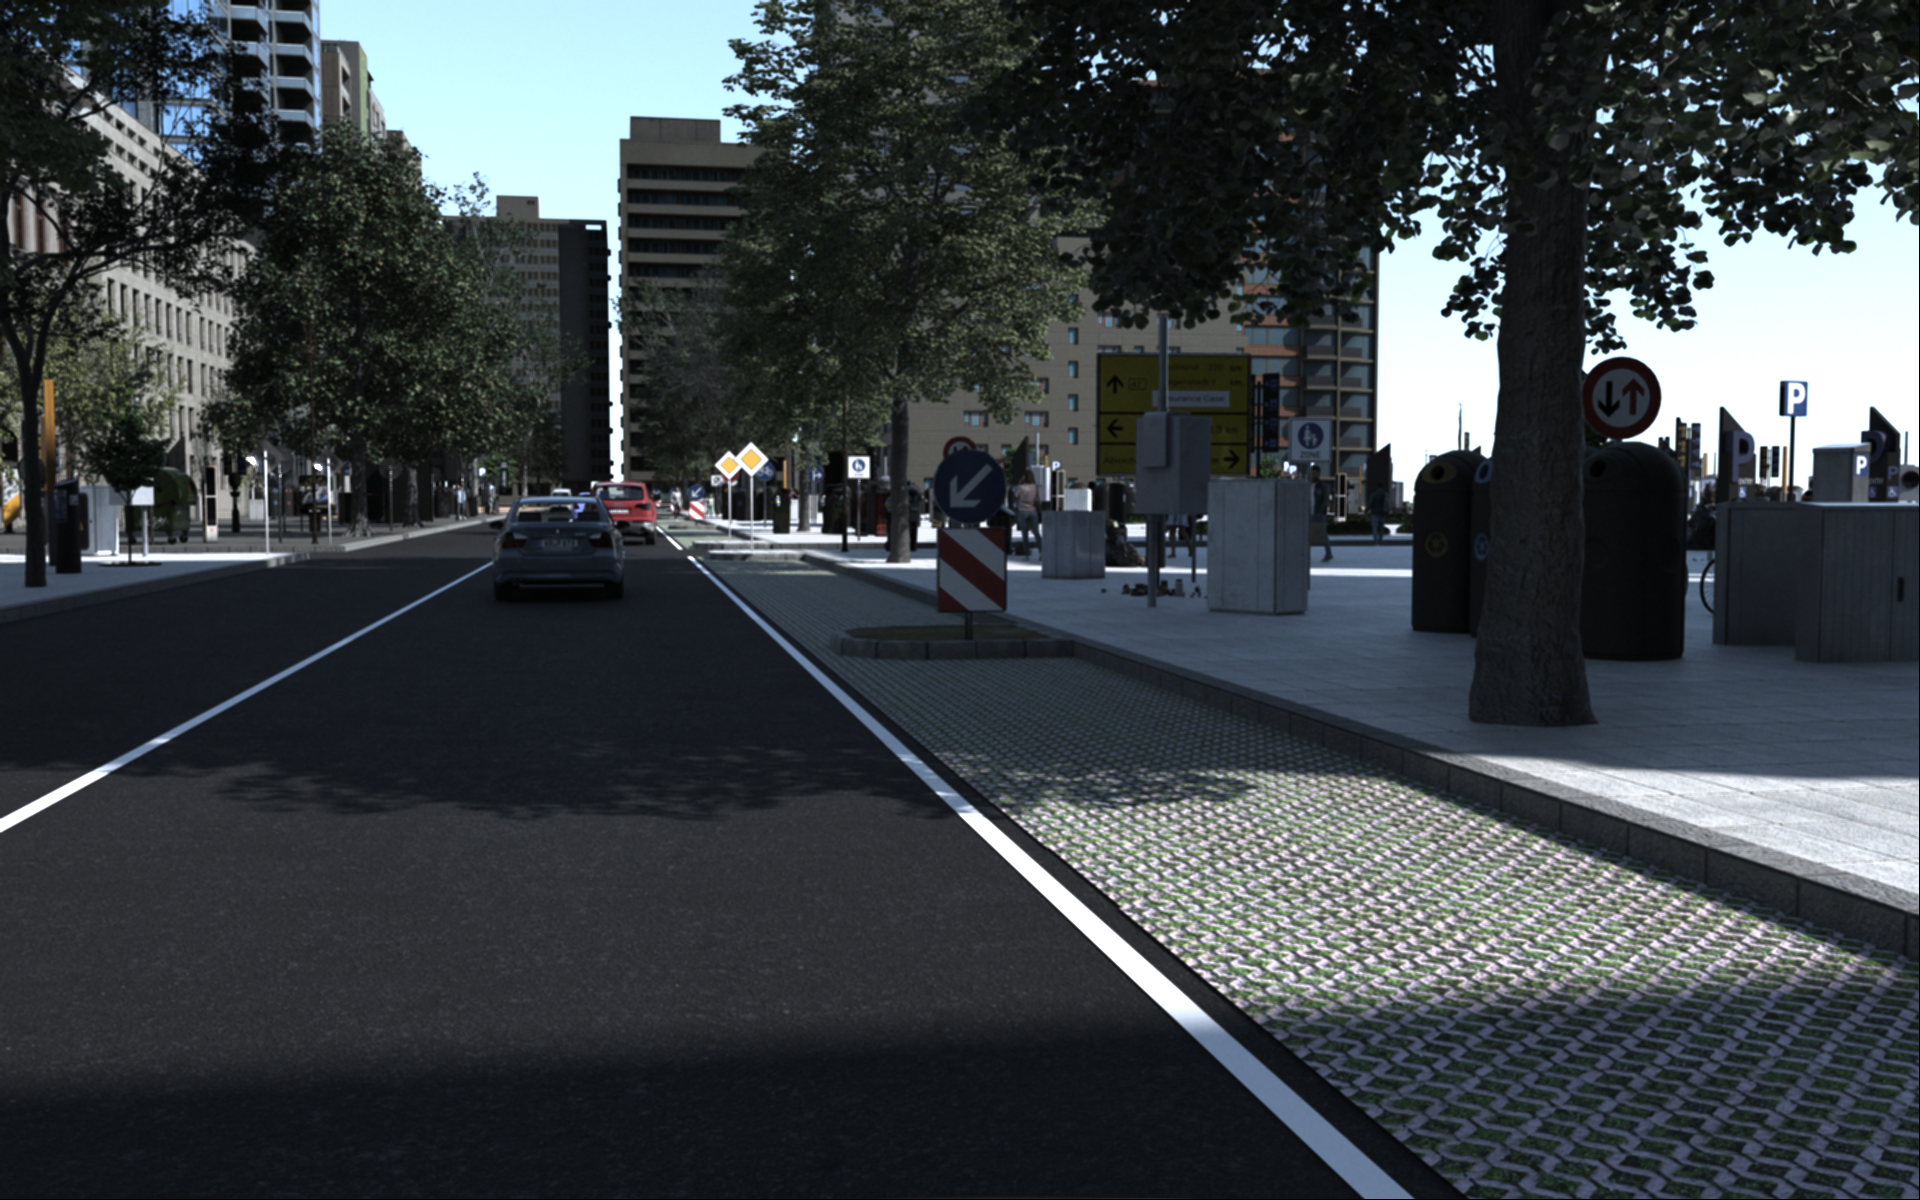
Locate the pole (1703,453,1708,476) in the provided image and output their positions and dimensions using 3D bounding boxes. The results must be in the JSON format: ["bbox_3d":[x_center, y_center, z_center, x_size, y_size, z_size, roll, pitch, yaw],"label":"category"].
[{"bbox_3d":[36.808,-5.611,85.579,0.158,3.312,0.155,0,3,0],"label":"pole"}]

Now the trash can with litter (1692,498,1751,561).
[{"bbox_3d":[14.861,-1.323,32.683,1.678,1.210,2.233,-1,4,-14],"label":"trash can with litter"}]

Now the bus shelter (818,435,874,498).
[{"bbox_3d":[-4.724,-4.899,71.389,1.731,3.624,6.357,-1,4,-11],"label":"bus shelter"}]

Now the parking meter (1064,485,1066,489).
[{"bbox_3d":[5.845,-5.679,98.563,0.399,1.863,0.255,-1,4,-23],"label":"parking meter"}]

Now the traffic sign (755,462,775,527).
[{"bbox_3d":[-7.510,-4.071,66.669,0.768,2.556,0.104,-1,4,-9],"label":"traffic sign"}]

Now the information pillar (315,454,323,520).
[{"bbox_3d":[-32.248,-5.865,87.252,0.183,3.616,0.504,3,4,37],"label":"information pillar"}]

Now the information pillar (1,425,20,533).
[{"bbox_3d":[-31.167,-4.005,56.831,0.504,3.616,0.183,-2,4,-28],"label":"information pillar"}]

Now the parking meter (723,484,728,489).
[{"bbox_3d":[-13.584,-5.814,100.764,0.399,1.863,0.255,2,4,24],"label":"parking meter"}]

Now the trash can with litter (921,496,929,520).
[{"bbox_3d":[-1.578,-4.510,84.791,2.233,1.210,1.678,1,4,9],"label":"trash can with litter"}]

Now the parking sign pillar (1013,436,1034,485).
[{"bbox_3d":[2.948,-5.657,80.965,1.447,3.967,1.447,-2,4,-27],"label":"parking sign pillar"}]

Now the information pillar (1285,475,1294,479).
[{"bbox_3d":[12.959,-3.895,68.177,0.304,2.012,0.304,1,4,23],"label":"information pillar"}]

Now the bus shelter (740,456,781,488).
[{"bbox_3d":[-10.833,-6.054,92.910,2.014,3.302,5.546,-1,4,-11],"label":"bus shelter"}]

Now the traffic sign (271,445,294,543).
[{"bbox_3d":[-17.779,-2.761,45.249,0.768,2.556,0.104,0,4,-7],"label":"traffic sign"}]

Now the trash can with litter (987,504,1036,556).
[{"bbox_3d":[1.093,-1.535,36.489,1.055,1.170,0.624,2,4,24],"label":"trash can with litter"}]

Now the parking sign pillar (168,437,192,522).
[{"bbox_3d":[-36.631,-5.640,80.694,1.447,3.967,1.447,1,4,9],"label":"parking sign pillar"}]

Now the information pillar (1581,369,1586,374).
[{"bbox_3d":[10.997,-2.403,30.637,0.504,3.616,0.183,-1,4,-16],"label":"information pillar"}]

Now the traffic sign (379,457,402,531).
[{"bbox_3d":[-19.619,-3.643,59.676,0.768,2.556,0.104,0,4,-5],"label":"traffic sign"}]

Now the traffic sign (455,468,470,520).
[{"bbox_3d":[-24.629,-5.238,85.749,0.768,2.556,0.104,0,4,-2],"label":"traffic sign"}]

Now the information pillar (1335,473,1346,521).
[{"bbox_3d":[13.573,-3.505,61.800,0.304,2.012,0.304,-1,4,-13],"label":"information pillar"}]

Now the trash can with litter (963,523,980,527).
[{"bbox_3d":[0.260,-2.190,47.198,0.624,1.170,1.055,2,4,24],"label":"trash can with litter"}]

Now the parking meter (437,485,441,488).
[{"bbox_3d":[-34.561,-6.670,114.763,0.399,1.863,0.255,-1,4,-20],"label":"parking meter"}]

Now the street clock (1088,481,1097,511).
[{"bbox_3d":[7.614,-5.818,99.691,0.358,2.002,0.471,-3,5,-42],"label":"street clock"}]

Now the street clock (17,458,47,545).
[{"bbox_3d":[-18.303,-1.811,34.178,0.471,2.002,0.358,1,4,19],"label":"street clock"}]

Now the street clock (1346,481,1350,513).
[{"bbox_3d":[21.171,-5.525,94.910,0.358,2.002,0.471,0,4,-3],"label":"street clock"}]

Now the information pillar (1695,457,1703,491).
[{"bbox_3d":[46.804,-7.242,109.769,0.504,3.616,0.183,0,4,-5],"label":"information pillar"}]

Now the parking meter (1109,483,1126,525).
[{"bbox_3d":[3.565,-1.888,39.287,0.372,1.533,0.369,0,3,0],"label":"parking meter"}]

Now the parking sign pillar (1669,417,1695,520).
[{"bbox_3d":[25.566,-4.441,61.078,1.447,3.967,1.447,2,4,35],"label":"parking sign pillar"}]

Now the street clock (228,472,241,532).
[{"bbox_3d":[-24.295,-3.272,58.061,0.358,2.002,0.471,0,4,3],"label":"street clock"}]

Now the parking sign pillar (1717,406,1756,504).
[{"bbox_3d":[24.030,-3.981,53.560,1.447,3.967,1.447,-2,4,-30],"label":"parking sign pillar"}]

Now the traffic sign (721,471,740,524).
[{"bbox_3d":[-9.749,-4.498,73.651,0.768,2.556,0.104,0,4,-2],"label":"traffic sign"}]

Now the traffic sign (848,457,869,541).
[{"bbox_3d":[-2.762,-2.757,47.210,0.606,2.300,0.079,-1,4,-9],"label":"traffic sign"}]

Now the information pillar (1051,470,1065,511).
[{"bbox_3d":[3.022,-2.999,53.533,0.304,2.012,0.304,-3,4,-37],"label":"information pillar"}]

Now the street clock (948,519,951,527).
[{"bbox_3d":[-0.153,-2.115,39.147,0.471,2.002,0.358,-1,4,-22],"label":"street clock"}]

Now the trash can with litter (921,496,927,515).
[{"bbox_3d":[-2.419,-5.845,106.951,0.624,1.170,1.055,1,4,13],"label":"trash can with litter"}]

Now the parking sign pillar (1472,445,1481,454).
[{"bbox_3d":[27.912,-6.528,95.208,1.447,3.967,1.447,0,4,4],"label":"parking sign pillar"}]

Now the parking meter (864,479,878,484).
[{"bbox_3d":[-3.467,-3.710,66.366,0.399,1.863,0.255,-3,5,-39],"label":"parking meter"}]

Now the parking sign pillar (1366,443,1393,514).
[{"bbox_3d":[22.095,-6.284,91.221,1.447,3.967,1.447,3,5,39],"label":"parking sign pillar"}]

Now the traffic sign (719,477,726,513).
[{"bbox_3d":[-15.860,-6.998,114.527,0.768,2.556,0.104,0,4,-5],"label":"traffic sign"}]

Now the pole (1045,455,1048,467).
[{"bbox_3d":[4.523,-5.928,90.762,0.158,3.312,0.155,0,3,0],"label":"pole"}]

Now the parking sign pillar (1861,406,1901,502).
[{"bbox_3d":[27.918,-3.922,52.596,1.447,3.967,1.447,0,4,-7],"label":"parking sign pillar"}]

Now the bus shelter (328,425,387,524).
[{"bbox_3d":[-27.018,-6.191,78.852,2.179,5.291,8.768,-1,4,-11],"label":"bus shelter"}]

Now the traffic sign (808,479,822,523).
[{"bbox_3d":[-6.492,-4.654,76.100,0.884,2.594,0.081,0,4,-4],"label":"traffic sign"}]

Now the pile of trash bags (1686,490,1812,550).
[{"bbox_3d":[17.936,-1.782,38.881,1.912,1.369,3.447,-2,4,-28],"label":"pile of trash bags"}]

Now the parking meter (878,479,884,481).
[{"bbox_3d":[-3.158,-3.860,68.821,0.255,1.863,0.399,0,4,-7],"label":"parking meter"}]

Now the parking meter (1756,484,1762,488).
[{"bbox_3d":[44.453,-5.550,96.459,0.399,1.863,0.255,-2,4,-27],"label":"parking meter"}]

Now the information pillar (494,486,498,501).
[{"bbox_3d":[-31.462,-6.898,117.268,0.304,2.012,0.304,3,5,44],"label":"information pillar"}]

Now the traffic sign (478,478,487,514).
[{"bbox_3d":[-31.103,-6.769,112.805,0.606,2.300,0.079,0,4,-5],"label":"traffic sign"}]

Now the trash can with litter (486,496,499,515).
[{"bbox_3d":[-29.085,-5.904,107.913,0.624,1.170,1.055,-3,5,-43],"label":"trash can with litter"}]

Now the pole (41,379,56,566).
[{"bbox_3d":[-16.204,-2.265,30.879,0.158,3.312,0.155,0,3,0],"label":"pole"}]

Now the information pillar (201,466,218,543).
[{"bbox_3d":[-19.668,-2.501,45.391,0.304,2.012,0.304,-3,4,-38],"label":"information pillar"}]

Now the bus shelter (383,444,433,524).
[{"bbox_3d":[-24.196,-5.220,76.627,1.731,3.624,6.357,-1,4,-11],"label":"bus shelter"}]

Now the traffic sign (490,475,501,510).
[{"bbox_3d":[-30.574,-6.974,114.130,0.768,2.556,0.104,-1,4,-9],"label":"traffic sign"}]

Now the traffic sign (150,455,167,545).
[{"bbox_3d":[-20.249,-2.645,43.345,0.768,2.556,0.104,-1,4,-9],"label":"traffic sign"}]

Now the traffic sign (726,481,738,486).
[{"bbox_3d":[-14.760,-6.851,112.114,0.768,2.556,0.104,0,4,-6],"label":"traffic sign"}]

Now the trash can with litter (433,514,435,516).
[{"bbox_3d":[-30.539,-5.418,99.635,1.678,1.210,2.233,-3,5,-40],"label":"trash can with litter"}]

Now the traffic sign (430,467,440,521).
[{"bbox_3d":[-24.742,-4.959,81.187,0.768,2.556,0.104,0,4,-5],"label":"traffic sign"}]

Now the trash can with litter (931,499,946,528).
[{"bbox_3d":[-0.767,-3.321,65.686,0.624,1.170,1.055,0,4,8],"label":"trash can with litter"}]

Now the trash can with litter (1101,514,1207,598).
[{"bbox_3d":[2.678,-0.699,22.491,1.678,1.210,2.233,1,4,11],"label":"trash can with litter"}]

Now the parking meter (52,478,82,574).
[{"bbox_3d":[-14.464,-1.202,28.060,0.372,1.533,0.369,0,3,0],"label":"parking meter"}]

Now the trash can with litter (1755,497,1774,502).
[{"bbox_3d":[30.454,-3.318,65.644,0.624,1.170,1.055,1,4,13],"label":"trash can with litter"}]
